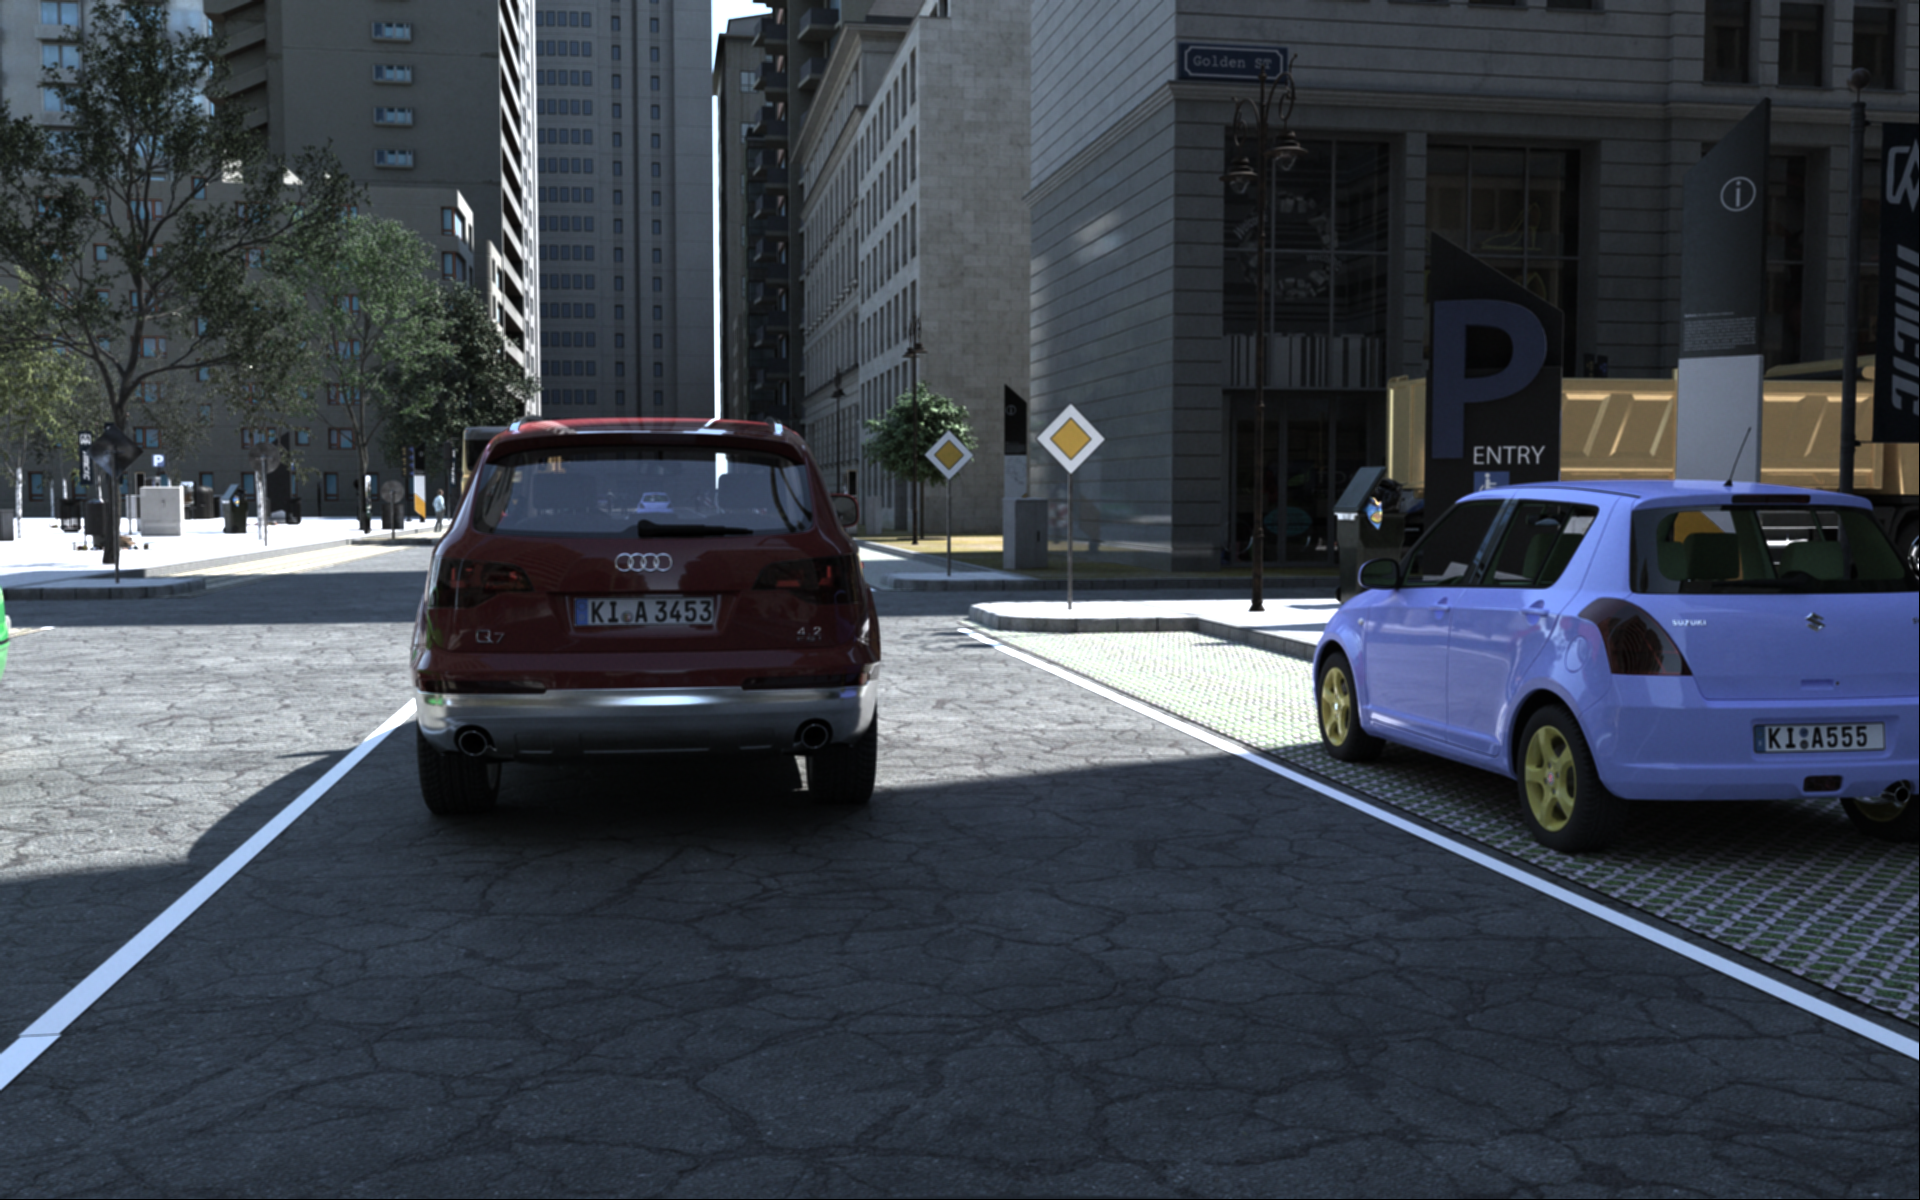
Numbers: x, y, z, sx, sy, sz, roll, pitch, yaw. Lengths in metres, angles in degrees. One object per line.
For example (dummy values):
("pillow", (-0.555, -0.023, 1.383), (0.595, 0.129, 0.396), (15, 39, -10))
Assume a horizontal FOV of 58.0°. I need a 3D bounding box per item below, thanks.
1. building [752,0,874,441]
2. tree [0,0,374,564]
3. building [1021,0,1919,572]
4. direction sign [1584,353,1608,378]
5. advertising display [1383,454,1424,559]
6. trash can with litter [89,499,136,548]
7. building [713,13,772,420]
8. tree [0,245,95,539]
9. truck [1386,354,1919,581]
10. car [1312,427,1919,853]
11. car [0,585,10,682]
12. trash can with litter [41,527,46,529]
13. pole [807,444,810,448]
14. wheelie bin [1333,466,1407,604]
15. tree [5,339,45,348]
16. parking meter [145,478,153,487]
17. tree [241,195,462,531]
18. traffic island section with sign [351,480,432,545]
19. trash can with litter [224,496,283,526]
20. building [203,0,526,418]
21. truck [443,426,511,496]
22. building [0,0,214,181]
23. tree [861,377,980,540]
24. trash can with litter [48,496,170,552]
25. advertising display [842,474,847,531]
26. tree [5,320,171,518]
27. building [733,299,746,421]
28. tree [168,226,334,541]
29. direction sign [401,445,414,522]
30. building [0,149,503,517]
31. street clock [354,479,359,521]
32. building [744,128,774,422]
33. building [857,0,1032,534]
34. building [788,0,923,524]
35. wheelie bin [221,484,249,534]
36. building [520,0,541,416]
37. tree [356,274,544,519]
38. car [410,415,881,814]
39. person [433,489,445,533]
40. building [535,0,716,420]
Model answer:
("building", (-2.731, -28.397, 118.910), (22.147, 44.769, 28.867), (-1, 4, -10))
("tree", (-15.307, -5.929, 31.356), (7.601, 10.594, 8.767), (2, 4, 25))
("building", (17.044, -15.778, 35.459), (29.804, 29.767, 11.434), (-1, 4, -10))
("direction sign", (10.324, -2.215, 28.219), (0.379, 3.537, 0.876), (3, 5, 42))
("advertising display", (7.225, -1.388, 27.902), (0.974, 1.923, 0.123), (-2, 4, -24))
("trash can with litter", (-20.348, -1.848, 41.600), (1.055, 1.170, 0.624), (0, 4, 5))
("building", (-14.419, -37.388, 200.526), (27.495, 52.752, 28.713), (-1, 4, -10))
("tree", (-26.971, -6.067, 49.554), (4.737, 8.622, 4.395), (0, 3, 0))
("truck", (11.172, -1.763, 24.744), (9.791, 3.379, 3.469), (-1, 4, -9))
("car", (2.984, 0.079, 8.293), (1.945, 1.707, 3.694), (-1, 4, -9))
("car", (-6.031, 0.051, 7.966), (1.959, 1.807, 4.718), (-1, 4, -9))
("trash can with litter", (-33.406, -3.315, 65.253), (2.233, 1.210, 1.678), (-1, 4, -9))
("pole", (-6.268, -4.732, 71.204), (0.158, 3.312, 0.155), (0, 3, 0))
("wheelie bin", (4.747, -0.743, 20.051), (0.693, 1.594, 0.980), (-1, 4, -14))
("tree", (-42.867, -7.691, 76.110), (4.360, 8.622, 3.978), (0, 3, 0))
("parking meter", (-29.415, -3.481, 62.625), (0.255, 1.863, 0.399), (3, 4, 39))
("tree", (-21.125, -8.261, 60.821), (9.928, 11.665, 9.643), (0, 3, 0))
("traffic island section with sign", (-16.125, -2.484, 49.239), (1.989, 1.847, 2.006), (-1, 4, -10))
("trash can with litter", (-28.701, -3.628, 70.381), (2.233, 1.210, 1.678), (-1, 4, -23))
("building", (-45.824, -31.276, 135.065), (21.300, 48.544, 21.600), (-1, 4, -10))
("truck", (-13.360, -3.440, 52.164), (3.469, 3.379, 9.791), (-1, 4, -11))
("building", (-75.619, -32.643, 153.315), (30.456, 49.044, 23.786), (-1, 4, -10))
("tree", (-0.995, -3.978, 48.758), (4.285, 4.588, 4.351), (0, 3, 0))
("trash can with litter", (-19.234, -1.731, 39.367), (2.233, 1.210, 1.678), (-1, 4, -11))
("advertising display", (-3.632, -3.068, 55.372), (0.123, 1.923, 0.974), (-1, 4, -11))
("tree", (-34.527, -7.257, 69.013), (4.360, 8.622, 3.978), (0, 3, 0))
("building", (-6.780, -19.484, 163.597), (27.650, 21.520, 28.899), (-1, 4, -10))
("tree", (-19.241, -5.936, 47.424), (4.360, 8.622, 3.978), (0, 3, 0))
("direction sign", (-25.440, -5.373, 79.850), (0.876, 3.537, 0.379), (2, 4, 33))
("building", (-44.551, -16.222, 110.262), (27.650, 21.520, 28.899), (-1, 4, -10))
("street clock", (-28.793, -4.800, 83.053), (0.471, 2.002, 0.358), (1, 4, 9))
("building", (-10.518, -22.572, 140.749), (14.160, 30.474, 14.107), (-1, 4, -10))
("building", (2.355, -12.832, 64.559), (10.420, 20.320, 16.860), (-1, 4, -10))
("building", (0.553, -15.575, 87.939), (16.112, 22.955, 30.059), (-1, 4, -10))
("wheelie bin", (-23.460, -2.945, 56.066), (0.980, 1.594, 0.693), (3, 5, 42))
("building", (-50.112, -44.123, 159.663), (20.611, 71.187, 20.563), (-1, 4, -10))
("tree", (-26.670, -10.638, 90.938), (9.611, 12.733, 9.660), (0, 3, 0))
("car", (-1.628, -0.045, 9.406), (2.281, 1.827, 5.304), (-1, 4, -8))
("person", (-19.250, -3.291, 64.115), (0.330, 1.601, 0.589), (-3, 5, -44))
("building", (-41.673, -39.718, 191.391), (28.212, 58.520, 21.231), (-1, 4, -10))
